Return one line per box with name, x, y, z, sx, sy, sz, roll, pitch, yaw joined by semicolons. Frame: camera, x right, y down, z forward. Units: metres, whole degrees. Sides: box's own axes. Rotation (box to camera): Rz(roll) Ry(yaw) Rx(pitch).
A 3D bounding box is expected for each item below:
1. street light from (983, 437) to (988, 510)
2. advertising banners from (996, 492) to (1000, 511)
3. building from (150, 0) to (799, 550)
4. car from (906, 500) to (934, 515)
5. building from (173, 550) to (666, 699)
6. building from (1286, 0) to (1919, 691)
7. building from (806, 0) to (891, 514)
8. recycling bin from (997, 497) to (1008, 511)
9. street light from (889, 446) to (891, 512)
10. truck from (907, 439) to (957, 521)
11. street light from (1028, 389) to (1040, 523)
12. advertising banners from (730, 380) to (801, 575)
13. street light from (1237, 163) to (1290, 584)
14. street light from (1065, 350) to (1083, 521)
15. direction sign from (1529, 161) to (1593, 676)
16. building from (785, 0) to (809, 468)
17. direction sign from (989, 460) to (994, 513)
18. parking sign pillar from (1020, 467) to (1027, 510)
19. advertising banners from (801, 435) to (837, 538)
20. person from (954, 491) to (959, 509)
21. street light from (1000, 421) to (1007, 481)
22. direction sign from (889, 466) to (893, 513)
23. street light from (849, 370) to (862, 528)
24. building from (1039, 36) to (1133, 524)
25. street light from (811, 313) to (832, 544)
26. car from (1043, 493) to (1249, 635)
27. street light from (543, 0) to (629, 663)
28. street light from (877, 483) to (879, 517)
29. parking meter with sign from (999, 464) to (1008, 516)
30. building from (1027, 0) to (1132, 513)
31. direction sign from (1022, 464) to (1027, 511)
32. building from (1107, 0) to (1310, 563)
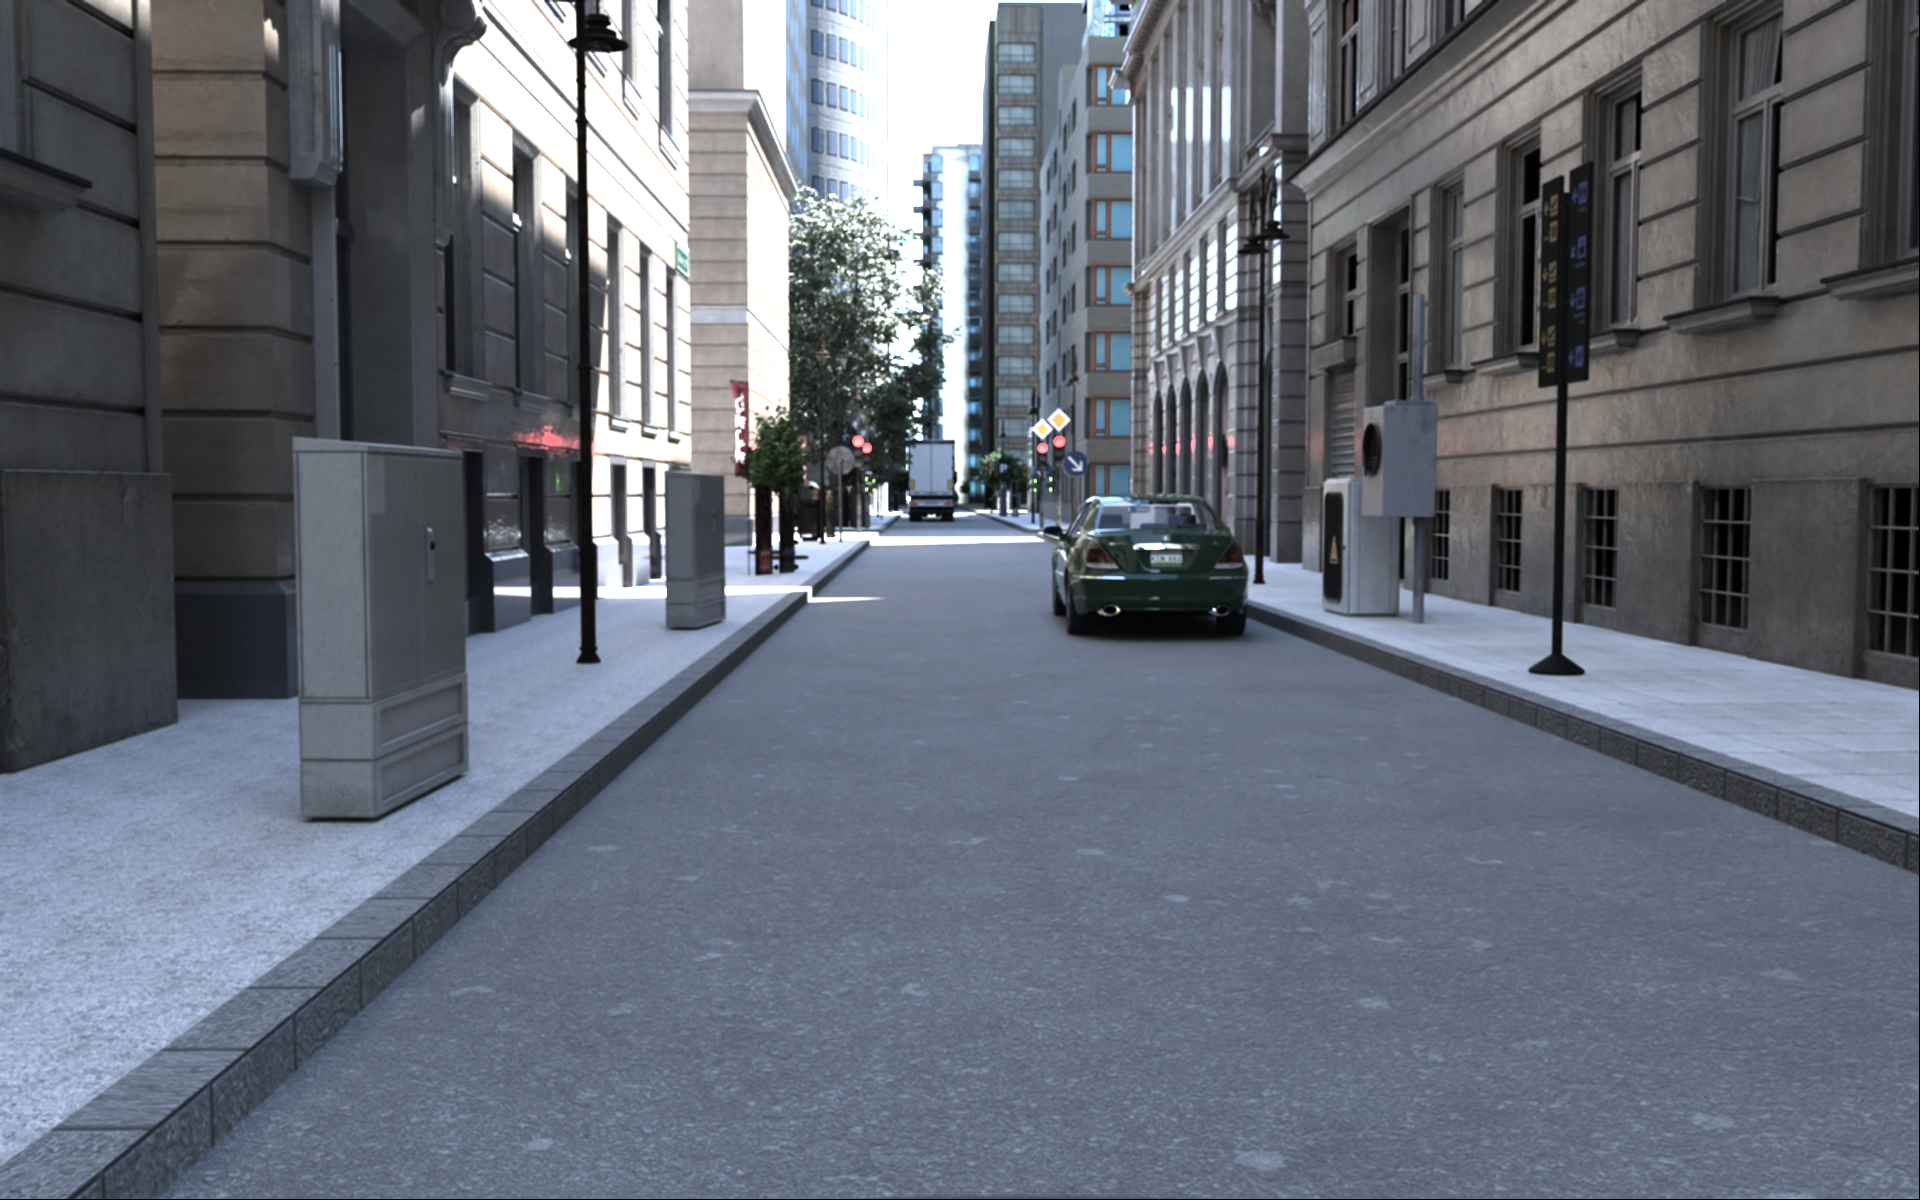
street light;2.030;-10.165;138.978;0.468;5.910;1.993;0;4;-1
advertising banners;2.956;-8.234;130.820;0.090;3.025;2.074;1;4;14
building;-14.908;-16.015;47.745;20.117;28.700;13.634;0;4;-1
car;-2.663;-6.462;117.657;2.014;1.417;4.499;0;4;-3
building;-10.612;-14.289;19.535;13.634;28.700;20.117;0;4;-1
building;13.386;-11.103;14.820;16.112;22.955;30.059;0;4;-1
building;-15.601;-35.296;119.090;21.231;58.520;28.212;0;4;-1
recycling bin;3.154;-7.108;128.767;0.722;1.027;0.722;0;4;-6
street light;-5.102;-9.418;126.772;0.468;5.910;1.993;0;4;-1
truck;-1.530;-6.438;94.179;2.839;4.237;11.283;0;4;-1
street light;3.219;-6.316;76.059;0.468;5.910;1.993;0;4;-1
advertising banners;-3.112;-1.919;27.564;0.090;3.025;2.074;2;4;23
street light;4.288;-3.173;24.660;0.468;5.910;1.993;0;4;-1
street light;3.676;-5.083;55.892;0.468;5.910;1.993;0;4;-1
direction sign;4.279;-1.243;12.316;0.379;3.537;0.876;0;4;-2
building;-14.859;-26.559;84.348;14.600;45.320;14.200;0;4;-1
direction sign;2.133;-7.624;116.642;0.379;3.537;0.876;1;4;22
parking sign pillar;5.453;-9.081;136.945;1.447;3.967;1.447;2;4;29
advertising banners;-4.204;-3.345;50.882;0.090;3.025;2.074;-3;4;-36
person;-0.347;-9.512;164.547;0.617;1.759;0.750;-1;4;-16
street light;2.654;-8.214;107.078;0.468;5.910;1.993;0;4;-1
direction sign;-4.640;-7.611;116.444;0.379;3.537;0.876;0;4;-3
street light;-3.865;-5.608;64.471;0.468;5.910;1.993;0;4;-1
building;19.012;-14.355;79.743;28.899;21.520;27.650;0;4;-1
street light;-3.540;-4.383;44.445;0.468;5.910;1.993;0;4;-1
car;2.006;-0.445;19.080;2.131;1.459;4.920;0;4;0
street light;-2.830;-2.461;13.024;0.468;5.910;1.993;0;4;-1
street light;-4.542;-7.521;95.752;0.468;5.910;1.993;0;4;-1
parking meter with sign;2.513;-6.332;99.787;0.543;3.016;1.738;0;4;2
building;16.357;-48.647;108.054;22.319;86.520;31.000;0;4;-1
direction sign;5.087;-8.490;130.806;0.876;3.537;0.379;0;4;4
building;11.527;-12.316;43.173;13.314;21.916;24.055;0;4;-1
